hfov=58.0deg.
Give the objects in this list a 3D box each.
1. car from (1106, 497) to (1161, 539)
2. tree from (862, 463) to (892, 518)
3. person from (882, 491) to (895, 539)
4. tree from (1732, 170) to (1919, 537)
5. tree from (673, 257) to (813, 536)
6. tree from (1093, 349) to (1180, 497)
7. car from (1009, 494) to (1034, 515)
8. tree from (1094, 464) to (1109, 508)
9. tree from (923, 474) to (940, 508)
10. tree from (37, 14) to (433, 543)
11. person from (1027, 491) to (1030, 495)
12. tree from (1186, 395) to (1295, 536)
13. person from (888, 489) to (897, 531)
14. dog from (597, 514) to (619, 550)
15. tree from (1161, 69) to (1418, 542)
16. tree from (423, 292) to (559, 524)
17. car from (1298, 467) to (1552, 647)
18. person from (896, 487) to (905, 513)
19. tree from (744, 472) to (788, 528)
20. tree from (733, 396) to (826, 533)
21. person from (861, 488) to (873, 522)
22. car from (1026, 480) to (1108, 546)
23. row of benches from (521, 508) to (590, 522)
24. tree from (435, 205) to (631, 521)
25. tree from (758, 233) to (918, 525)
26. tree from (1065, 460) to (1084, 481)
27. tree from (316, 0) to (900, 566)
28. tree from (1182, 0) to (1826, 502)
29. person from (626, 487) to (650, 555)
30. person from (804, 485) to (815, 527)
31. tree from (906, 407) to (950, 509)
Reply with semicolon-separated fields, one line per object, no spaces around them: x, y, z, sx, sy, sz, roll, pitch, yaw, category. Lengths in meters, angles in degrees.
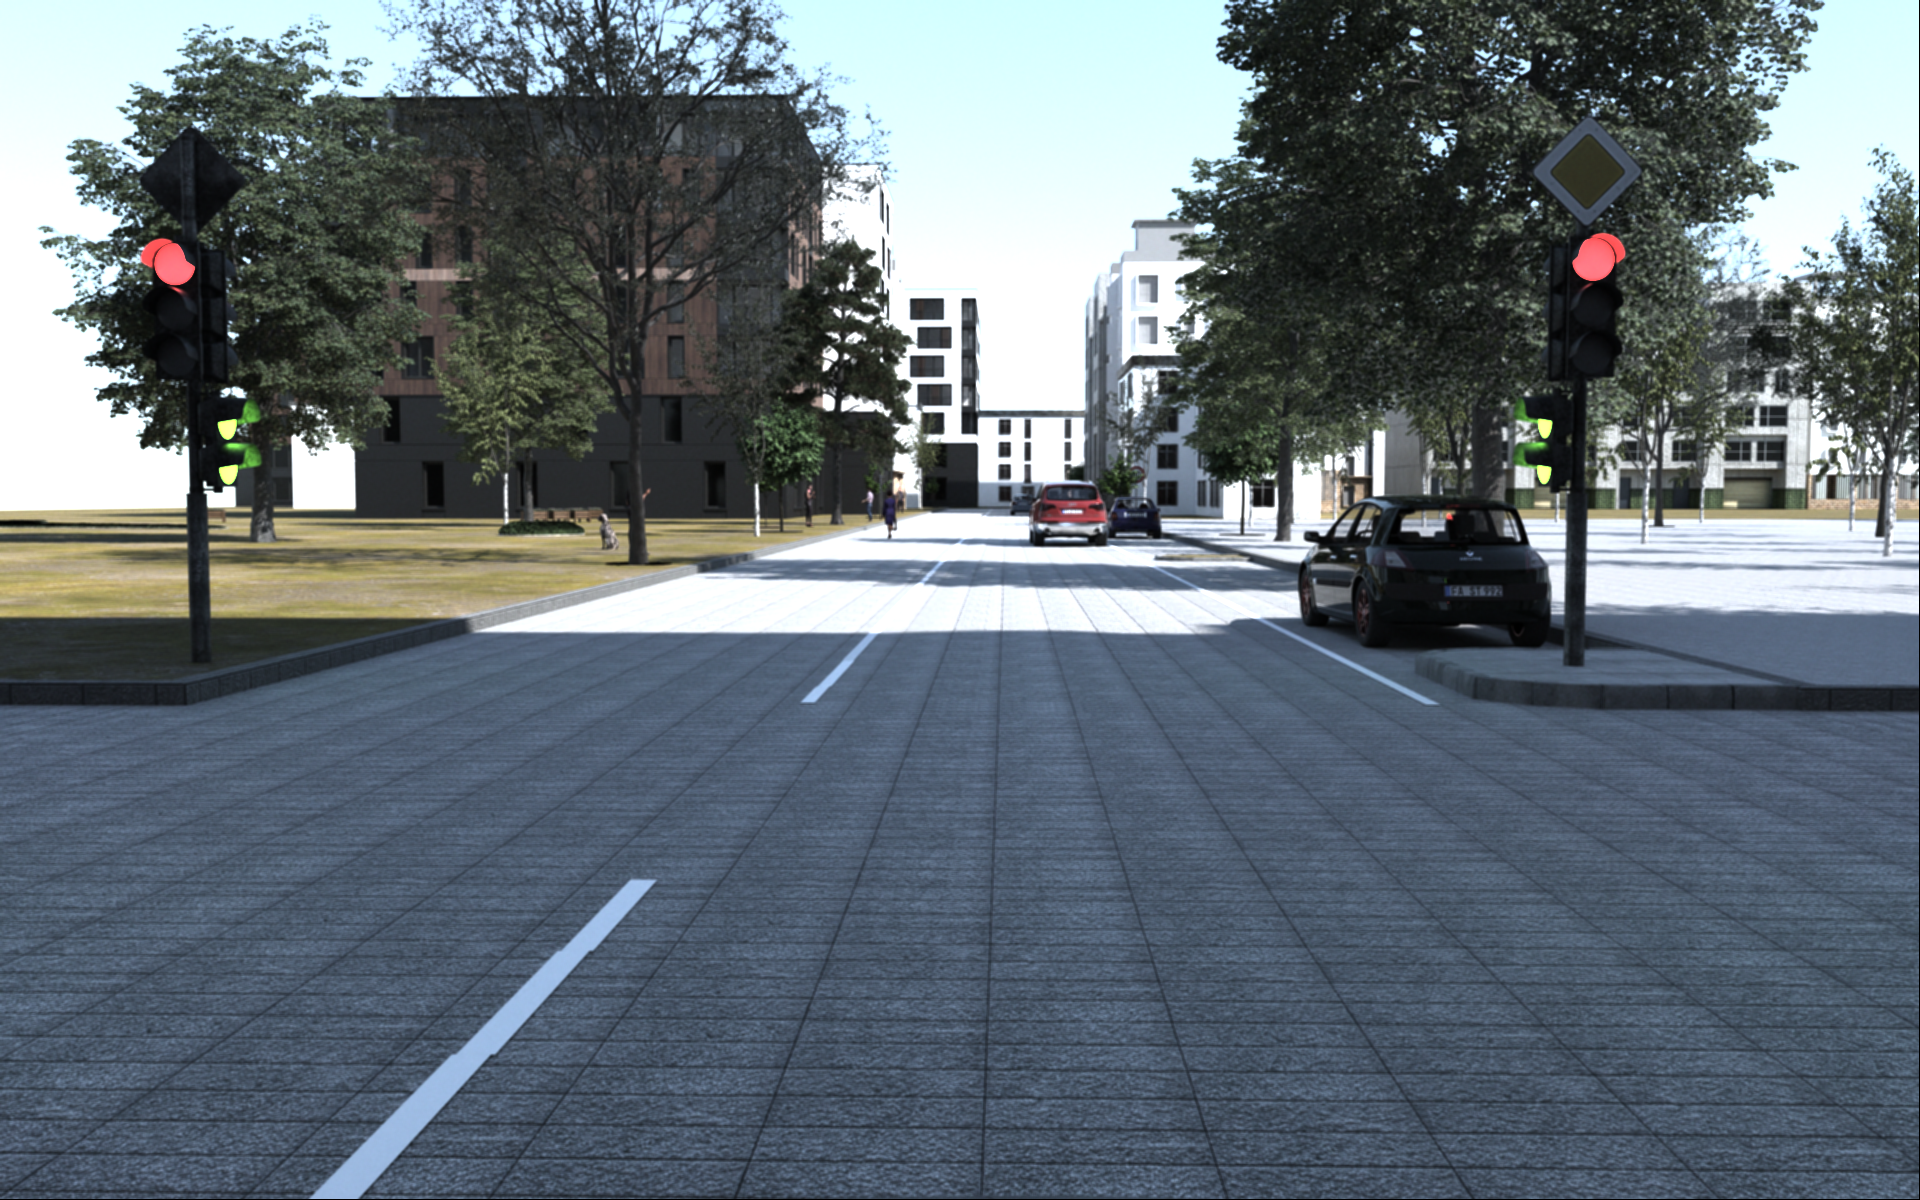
5.653;-2.720;57.056;1.945;1.354;3.894;0;4;2;car
-4.443;-6.031;93.214;1.663;3.219;1.824;0;3;0;tree
-2.320;-2.736;55.603;0.453;1.535;0.546;-3;5;-40;person
27.262;-7.132;51.016;8.767;10.594;7.601;2;4;27;tree
-6.376;-6.228;52.184;4.360;8.622;3.978;0;3;0;tree
9.193;-8.395;87.619;4.360;8.622;3.978;0;3;0;tree
4.367;-6.551;119.117;2.014;1.417;4.499;0;4;3;car
9.399;-7.152;111.538;1.663;3.219;1.824;0;3;0;tree
-2.521;-10.420;164.963;1.663;3.219;1.824;0;3;0;tree
-18.658;-8.501;45.644;9.857;13.997;8.962;0;3;0;tree
6.003;-8.687;151.256;1.217;1.736;0.721;3;4;38;person
8.714;-4.288;53.826;4.285;4.588;4.351;0;3;0;tree
-2.653;-3.518;67.485;0.415;1.643;0.593;0;4;4;person
-8.152;-1.571;40.060;0.513;0.831;0.800;0;4;-8;dog
9.193;-7.865;46.722;7.486;12.596;7.792;0;3;0;tree
-16.275;-6.765;60.964;4.737;8.622;4.395;0;3;0;tree
4.604;-0.478;17.596;2.009;1.686;4.222;0;4;0;car
-4.055;-6.803;117.796;0.617;1.759;0.750;0;4;-6;person
-7.440;-4.329;65.381;1.663;3.219;1.824;0;3;0;tree
-6.003;-4.559;58.250;4.285;4.588;4.351;0;3;0;tree
-4.220;-4.419;80.260;0.435;1.587;0.963;1;4;16;person
3.031;-2.468;49.022;2.281;1.827;5.304;0;4;0;car
-17.892;-3.763;76.992;1.422;0.672;4.104;2;4;27;row of benches
-16.606;-9.170;68.057;7.486;12.596;7.792;0;3;0;tree
-5.163;-9.201;72.494;6.751;12.117;7.091;0;3;0;tree
11.654;-11.099;165.187;4.285;4.588;4.351;0;3;0;tree
-5.970;-7.379;31.023;12.009;13.543;11.850;0;3;0;tree
8.130;-7.320;26.336;9.857;13.997;8.962;0;3;0;tree
-6.773;-1.776;36.544;0.593;1.643;0.415;1;4;10;person
-5.823;-3.672;67.553;0.593;1.643;0.415;3;5;41;person
-3.156;-12.069;147.682;4.737;8.622;4.395;0;3;0;tree
